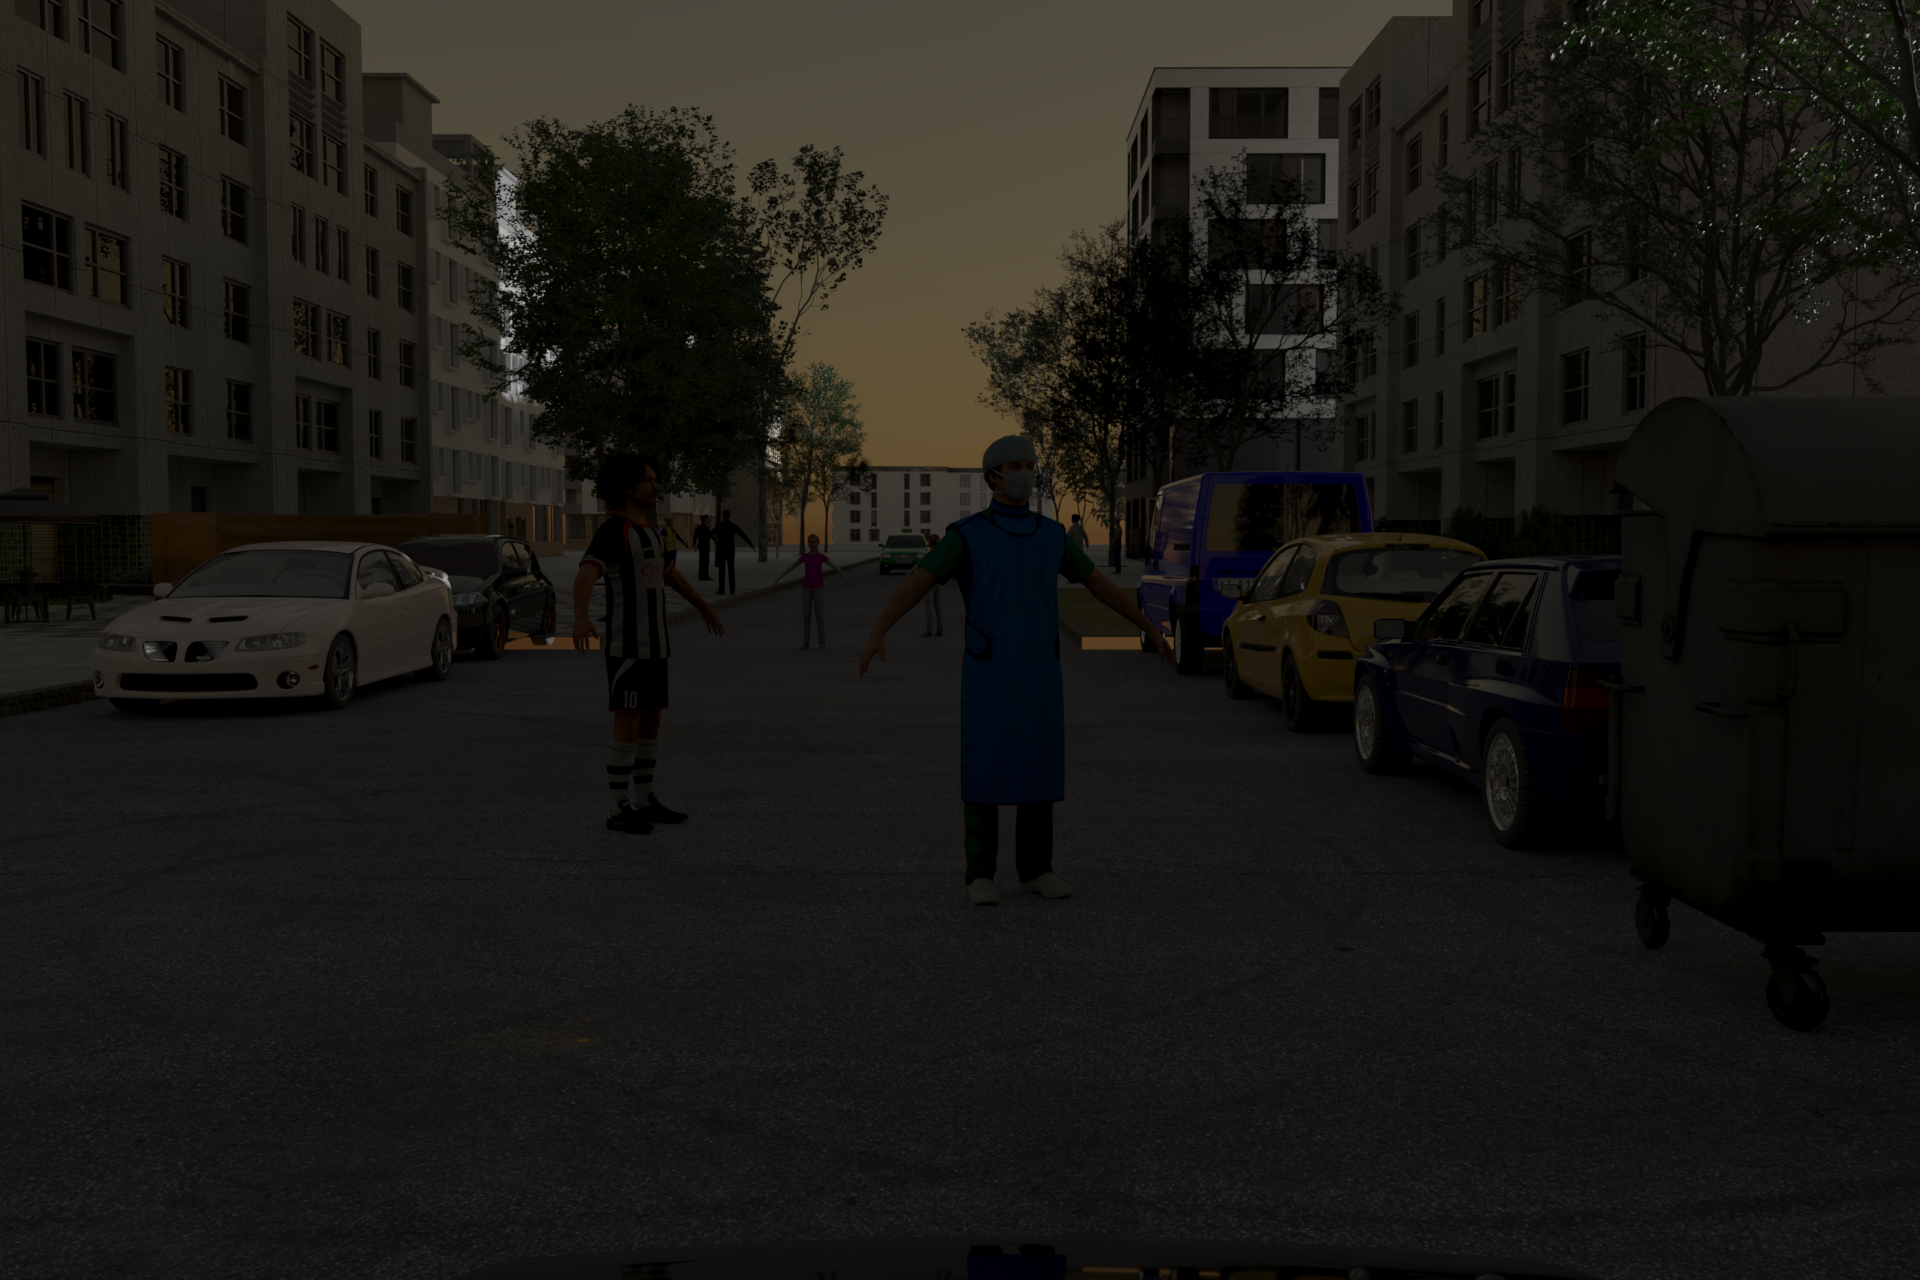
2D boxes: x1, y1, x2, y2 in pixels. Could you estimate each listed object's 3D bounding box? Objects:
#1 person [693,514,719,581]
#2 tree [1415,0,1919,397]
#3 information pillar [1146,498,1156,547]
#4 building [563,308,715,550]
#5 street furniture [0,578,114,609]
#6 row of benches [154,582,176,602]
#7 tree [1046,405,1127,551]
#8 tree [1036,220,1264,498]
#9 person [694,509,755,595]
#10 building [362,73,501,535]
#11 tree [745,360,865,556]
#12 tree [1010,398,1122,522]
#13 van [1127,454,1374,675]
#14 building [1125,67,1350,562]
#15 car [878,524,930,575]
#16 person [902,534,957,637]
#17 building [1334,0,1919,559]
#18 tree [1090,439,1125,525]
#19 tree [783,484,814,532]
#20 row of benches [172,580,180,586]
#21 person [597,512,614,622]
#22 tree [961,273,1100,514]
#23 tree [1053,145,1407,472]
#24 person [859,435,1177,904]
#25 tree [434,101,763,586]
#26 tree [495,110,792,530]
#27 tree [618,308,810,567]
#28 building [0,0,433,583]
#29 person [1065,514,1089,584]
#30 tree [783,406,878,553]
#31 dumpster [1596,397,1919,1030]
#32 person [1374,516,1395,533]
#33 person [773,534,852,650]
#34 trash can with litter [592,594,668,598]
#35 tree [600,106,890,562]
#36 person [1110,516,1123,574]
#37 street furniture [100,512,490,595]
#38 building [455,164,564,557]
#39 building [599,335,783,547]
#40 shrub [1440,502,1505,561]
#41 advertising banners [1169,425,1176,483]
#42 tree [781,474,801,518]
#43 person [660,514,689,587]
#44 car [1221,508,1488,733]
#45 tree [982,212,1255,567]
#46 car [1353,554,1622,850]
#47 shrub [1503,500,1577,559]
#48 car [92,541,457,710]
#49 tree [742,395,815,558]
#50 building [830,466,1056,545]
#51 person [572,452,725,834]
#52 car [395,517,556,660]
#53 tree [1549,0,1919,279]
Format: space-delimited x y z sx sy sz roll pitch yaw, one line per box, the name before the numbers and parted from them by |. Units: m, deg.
person | -7.034 -2.561 47.812 0.705 1.837 1.347 -3 5 -42
tree | 13.067 -7.271 29.246 12.009 13.543 11.850 0 3 0
information pillar | 3.957 -1.889 35.385 0.304 2.012 0.304 0 4 0
building | -27.396 -17.664 145.227 16.016 20.090 11.380 0 4 0
street furniture | -20.547 -0.879 29.991 10.072 0.657 5.734 0 4 2
row of benches | -9.023 -0.443 22.707 4.104 0.672 1.422 2 4 32
tree | 6.233 -8.385 87.464 4.737 8.622 4.395 0 3 0
tree | 5.784 -7.221 52.474 7.601 10.594 8.767 -1 4 -21
person | -4.961 -1.865 36.712 1.346 1.802 0.704 -2 4 -25
building | -27.733 -13.217 72.518 16.016 20.090 11.380 0 4 1
tree | -9.241 -10.827 102.781 9.928 11.665 9.643 0 3 0
tree | 6.550 -10.952 113.482 8.767 10.594 7.601 1 4 11
van | 3.135 -0.909 19.251 2.240 2.365 5.245 0 3 0
building | 22.581 -15.193 92.379 27.936 21.610 32.646 0 4 0
car | -1.939 -3.272 62.286 1.959 1.807 4.718 0 4 0
person | -0.408 -0.760 24.156 0.991 1.433 0.599 -3 5 -42
building | 23.098 -11.362 52.226 16.747 18.905 31.486 0 4 0
tree | 21.241 -19.048 218.095 9.857 13.997 8.962 0 3 0
tree | -19.965 -16.443 219.203 4.360 8.622 3.978 0 3 0
row of benches | -9.842 -0.661 26.264 1.422 0.672 4.104 3 4 38
person | -5.064 -1.163 25.200 0.705 1.806 1.347 -3 5 -40
tree | 6.525 -16.554 126.550 12.611 20.169 13.585 0 3 0
tree | 6.422 -6.619 42.633 8.767 10.594 7.601 0 4 7
person | 0.214 0.109 6.797 1.347 1.817 0.704 -1 4 -23
tree | -8.734 -7.171 42.995 9.928 11.665 9.643 0 3 0
tree | -9.454 -8.942 52.862 9.857 13.997 8.962 0 3 0
tree | -9.486 -8.082 66.550 8.767 10.594 7.601 1 4 11
building | -29.136 -11.363 52.242 16.747 18.905 31.486 0 4 0
person | 2.978 -2.377 45.051 0.705 1.806 1.347 3 5 41
tree | -8.966 -11.312 119.356 7.601 10.594 8.767 -3 4 -36
dumpster | 3.112 0.168 5.468 1.865 1.857 1.264 0 4 0
person | 13.200 -2.958 54.140 1.354 1.856 0.705 0 4 6
person | -1.825 -0.594 21.442 0.991 1.433 0.599 0 4 5
trash can with litter | -6.679 -1.492 35.446 1.678 1.210 2.233 0 4 1
tree | -10.348 -13.616 78.518 12.611 20.169 13.585 0 3 0
person | 5.003 -3.026 55.326 0.705 1.847 1.347 1 4 14
street furniture | -14.063 -1.990 39.391 11.010 1.723 9.812 2 4 25
building | -28.516 -14.290 90.067 16.016 20.090 11.380 0 4 -1
building | -28.835 -21.393 180.709 19.493 23.208 18.063 0 4 0
shrub | 11.810 -2.199 40.371 1.690 2.028 1.600 0 3 0
advertising banners | 3.400 -1.995 28.806 0.090 3.025 2.074 0 4 -1
tree | -22.526 -17.003 212.413 7.601 10.594 8.767 0 4 -7
person | -7.026 -2.193 42.320 0.721 1.772 1.216 2 4 27
car | 3.196 -0.227 13.933 2.015 1.641 3.980 0 4 -1
tree | 5.882 -9.595 67.241 12.009 13.543 11.850 0 3 0
car | 3.297 0.206 9.217 1.945 1.354 3.894 0 4 -1
shrub | 12.789 -2.062 38.140 1.690 2.028 1.600 0 3 0
car | -5.956 -0.198 15.595 2.083 1.381 4.827 0 3 0
tree | -9.643 -8.601 90.986 4.360 8.622 3.978 0 3 0
building | -2.090 -16.567 215.469 28.070 9.664 9.099 0 4 -7
person | -1.552 0.011 8.427 0.704 1.843 1.345 1 4 19
car | -6.107 -0.683 20.951 2.009 1.686 4.222 0 4 0
tree | 9.008 -5.466 15.120 9.928 11.665 9.643 0 3 0
